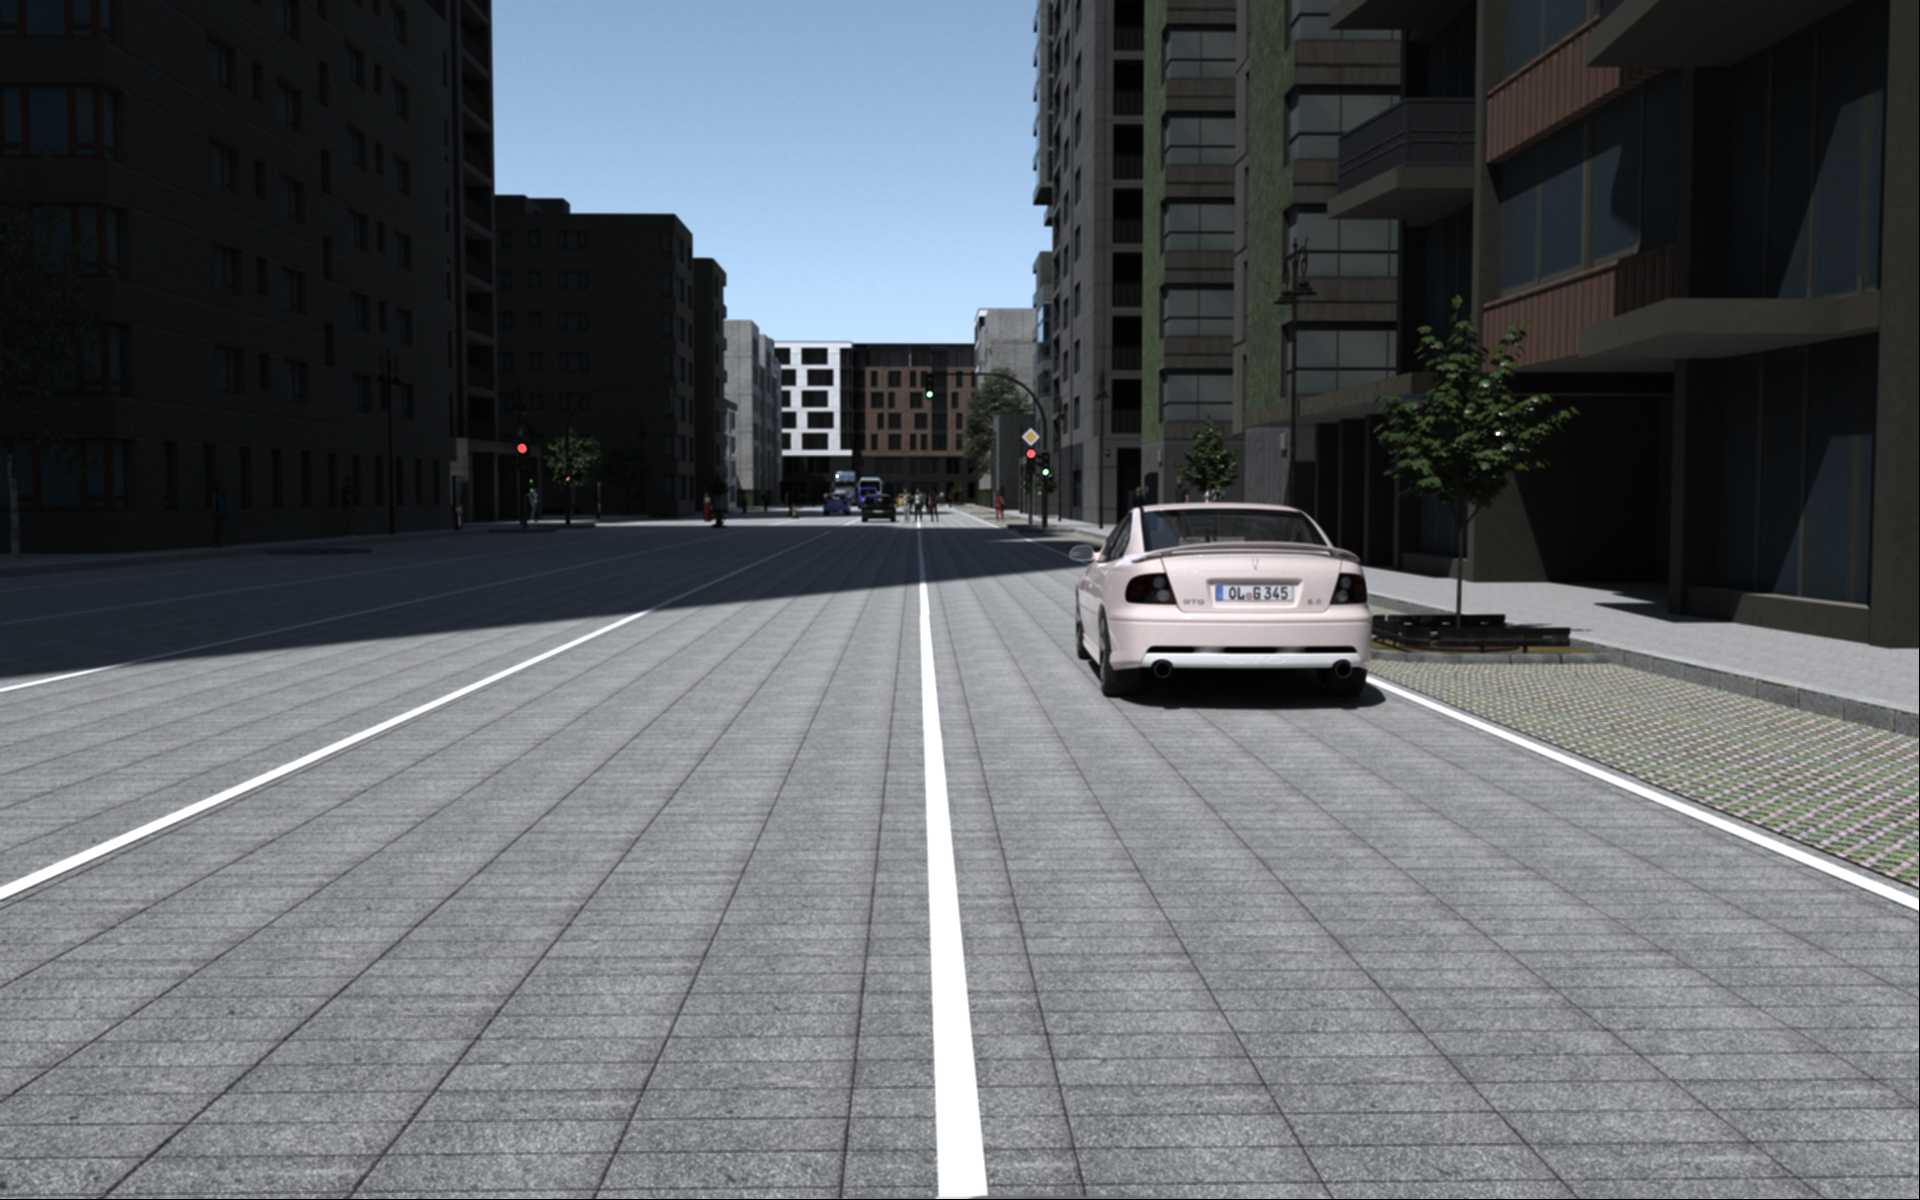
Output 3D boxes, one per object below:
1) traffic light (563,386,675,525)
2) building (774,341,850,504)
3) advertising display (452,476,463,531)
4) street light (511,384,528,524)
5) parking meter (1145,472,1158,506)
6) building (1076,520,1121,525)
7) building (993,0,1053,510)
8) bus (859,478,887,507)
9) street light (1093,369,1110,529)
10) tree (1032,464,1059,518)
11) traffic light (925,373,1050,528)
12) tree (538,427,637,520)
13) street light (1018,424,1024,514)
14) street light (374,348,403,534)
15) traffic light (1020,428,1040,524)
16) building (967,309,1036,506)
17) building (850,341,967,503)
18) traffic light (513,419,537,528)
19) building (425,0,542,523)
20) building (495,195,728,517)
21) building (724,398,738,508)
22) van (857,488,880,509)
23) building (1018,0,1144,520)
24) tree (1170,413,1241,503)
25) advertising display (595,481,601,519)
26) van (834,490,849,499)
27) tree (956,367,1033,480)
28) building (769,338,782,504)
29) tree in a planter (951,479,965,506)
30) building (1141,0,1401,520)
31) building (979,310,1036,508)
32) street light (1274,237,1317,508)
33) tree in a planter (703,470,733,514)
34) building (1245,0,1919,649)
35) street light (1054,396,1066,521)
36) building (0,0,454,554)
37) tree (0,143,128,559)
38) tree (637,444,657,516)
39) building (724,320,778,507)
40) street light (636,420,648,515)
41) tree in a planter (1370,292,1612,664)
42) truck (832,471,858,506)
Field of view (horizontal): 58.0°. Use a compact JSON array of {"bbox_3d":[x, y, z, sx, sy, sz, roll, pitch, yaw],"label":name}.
[{"bbox_3d":[-14.379,-6.003,72.817,4.771,5.953,1.251,0,4,-1],"label":"traffic light"},{"bbox_3d":[-31.092,-24.551,245.383,32.646,21.610,27.936,0,4,-1],"label":"building"},{"bbox_3d":[-17.729,-3.420,61.137,0.123,1.923,0.974,0,4,-2],"label":"advertising display"},{"bbox_3d":[-18.540,-6.132,73.042,0.468,5.910,1.993,0,4,-1],"label":"street light"},{"bbox_3d":[5.153,-2.507,46.707,0.255,1.863,0.399,-1,4,-16],"label":"parking meter"},{"bbox_3d":[15.838,-39.314,81.040,20.611,71.187,20.563,0,4,-1],"label":"building"},{"bbox_3d":[14.409,-50.075,131.395,22.319,86.520,31.000,0,4,-1],"label":"building"},{"bbox_3d":[-10.119,-12.536,199.820,2.948,3.499,13.247,0,4,-1],"label":"bus"},{"bbox_3d":[5.239,-5.585,64.101,0.468,5.910,1.993,0,4,-1],"label":"street light"},{"bbox_3d":[4.869,-6.124,94.726,1.663,3.219,1.824,0,3,0],"label":"tree"},{"bbox_3d":[1.078,-5.528,65.055,4.771,5.953,1.251,0,4,-1],"label":"traffic light"},{"bbox_3d":[-19.084,-6.189,84.899,4.285,4.588,4.351,0,3,0],"label":"tree"},{"bbox_3d":[4.048,-8.643,114.104,0.468,5.910,1.993,0,4,-1],"label":"street light"},{"bbox_3d":[-18.052,-5.021,54.885,0.468,5.910,1.993,0,4,-1],"label":"street light"},{"bbox_3d":[2.967,-5.157,73.232,0.839,4.253,0.868,0,4,-1],"label":"traffic light"},{"bbox_3d":[15.601,-22.227,207.381,27.936,21.610,32.646,0,4,-1],"label":"building"},{"bbox_3d":[1.599,-24.579,245.836,32.646,21.610,27.936,0,4,-1],"label":"building"},{"bbox_3d":[-16.268,-4.638,64.747,0.839,4.253,0.868,0,4,-1],"label":"traffic light"},{"bbox_3d":[-32.017,-39.489,83.896,20.563,71.187,20.611,0,4,-1],"label":"building"},{"bbox_3d":[-31.738,-16.889,121.182,27.650,21.520,28.899,0,4,-1],"label":"building"},{"bbox_3d":[-25.378,-13.461,162.236,9.099,9.664,28.070,0,4,-1],"label":"building"},{"bbox_3d":[-8.839,-9.918,166.550,2.240,2.365,5.245,0,4,-3],"label":"van"},{"bbox_3d":[14.506,-40.847,106.094,20.563,71.187,20.611,0,4,-1],"label":"building"},{"bbox_3d":[5.832,-2.858,41.334,1.663,3.219,1.824,0,3,0],"label":"tree"},{"bbox_3d":[-18.431,-5.076,88.202,0.123,1.923,0.974,0,4,-2],"label":"advertising display"},{"bbox_3d":[-13.167,-11.203,190.185,2.013,2.044,4.112,0,4,-2],"label":"van"},{"bbox_3d":[3.329,-14.489,155.015,7.486,12.596,7.792,0,3,0],"label":"tree"},{"bbox_3d":[-28.206,-21.985,215.871,11.380,20.091,16.016,0,4,-1],"label":"building"},{"bbox_3d":[-0.229,-12.523,201.975,1.991,3.239,1.994,0,4,-1],"label":"tree in a planter"},{"bbox_3d":[12.924,-22.876,57.615,14.154,41.232,14.086,0,4,-1],"label":"building"},{"bbox_3d":[10.848,-18.887,175.259,16.747,18.905,31.486,0,4,-1],"label":"building"},{"bbox_3d":[6.048,-3.585,31.400,0.468,5.910,1.993,0,4,-1],"label":"street light"},{"bbox_3d":[-17.498,-7.831,125.261,1.991,3.239,1.994,0,4,-1],"label":"tree in a planter"},{"bbox_3d":[17.121,-22.442,21.555,22.147,44.769,28.867,0,4,-1],"label":"building"},{"bbox_3d":[4.728,-6.671,81.865,0.468,5.910,1.993,0,4,-1],"label":"street light"},{"bbox_3d":[-32.895,-12.538,50.034,28.899,21.520,27.650,0,4,-1],"label":"building"},{"bbox_3d":[-18.419,-5.090,33.582,4.737,8.622,4.395,0,3,0],"label":"tree"},{"bbox_3d":[-19.553,-7.206,101.530,4.285,4.588,4.351,0,3,0],"label":"tree"},{"bbox_3d":[-29.894,-19.885,191.573,16.747,18.905,31.486,0,4,-1],"label":"building"},{"bbox_3d":[-19.338,-8.117,105.503,0.468,5.910,1.993,0,4,-1],"label":"street light"},{"bbox_3d":[4.461,-1.111,15.388,1.991,3.239,1.994,0,4,-1],"label":"tree in a planter"},{"bbox_3d":[-13.596,-13.460,209.833,2.967,4.110,18.799,0,4,-2],"label":"truck"}]
